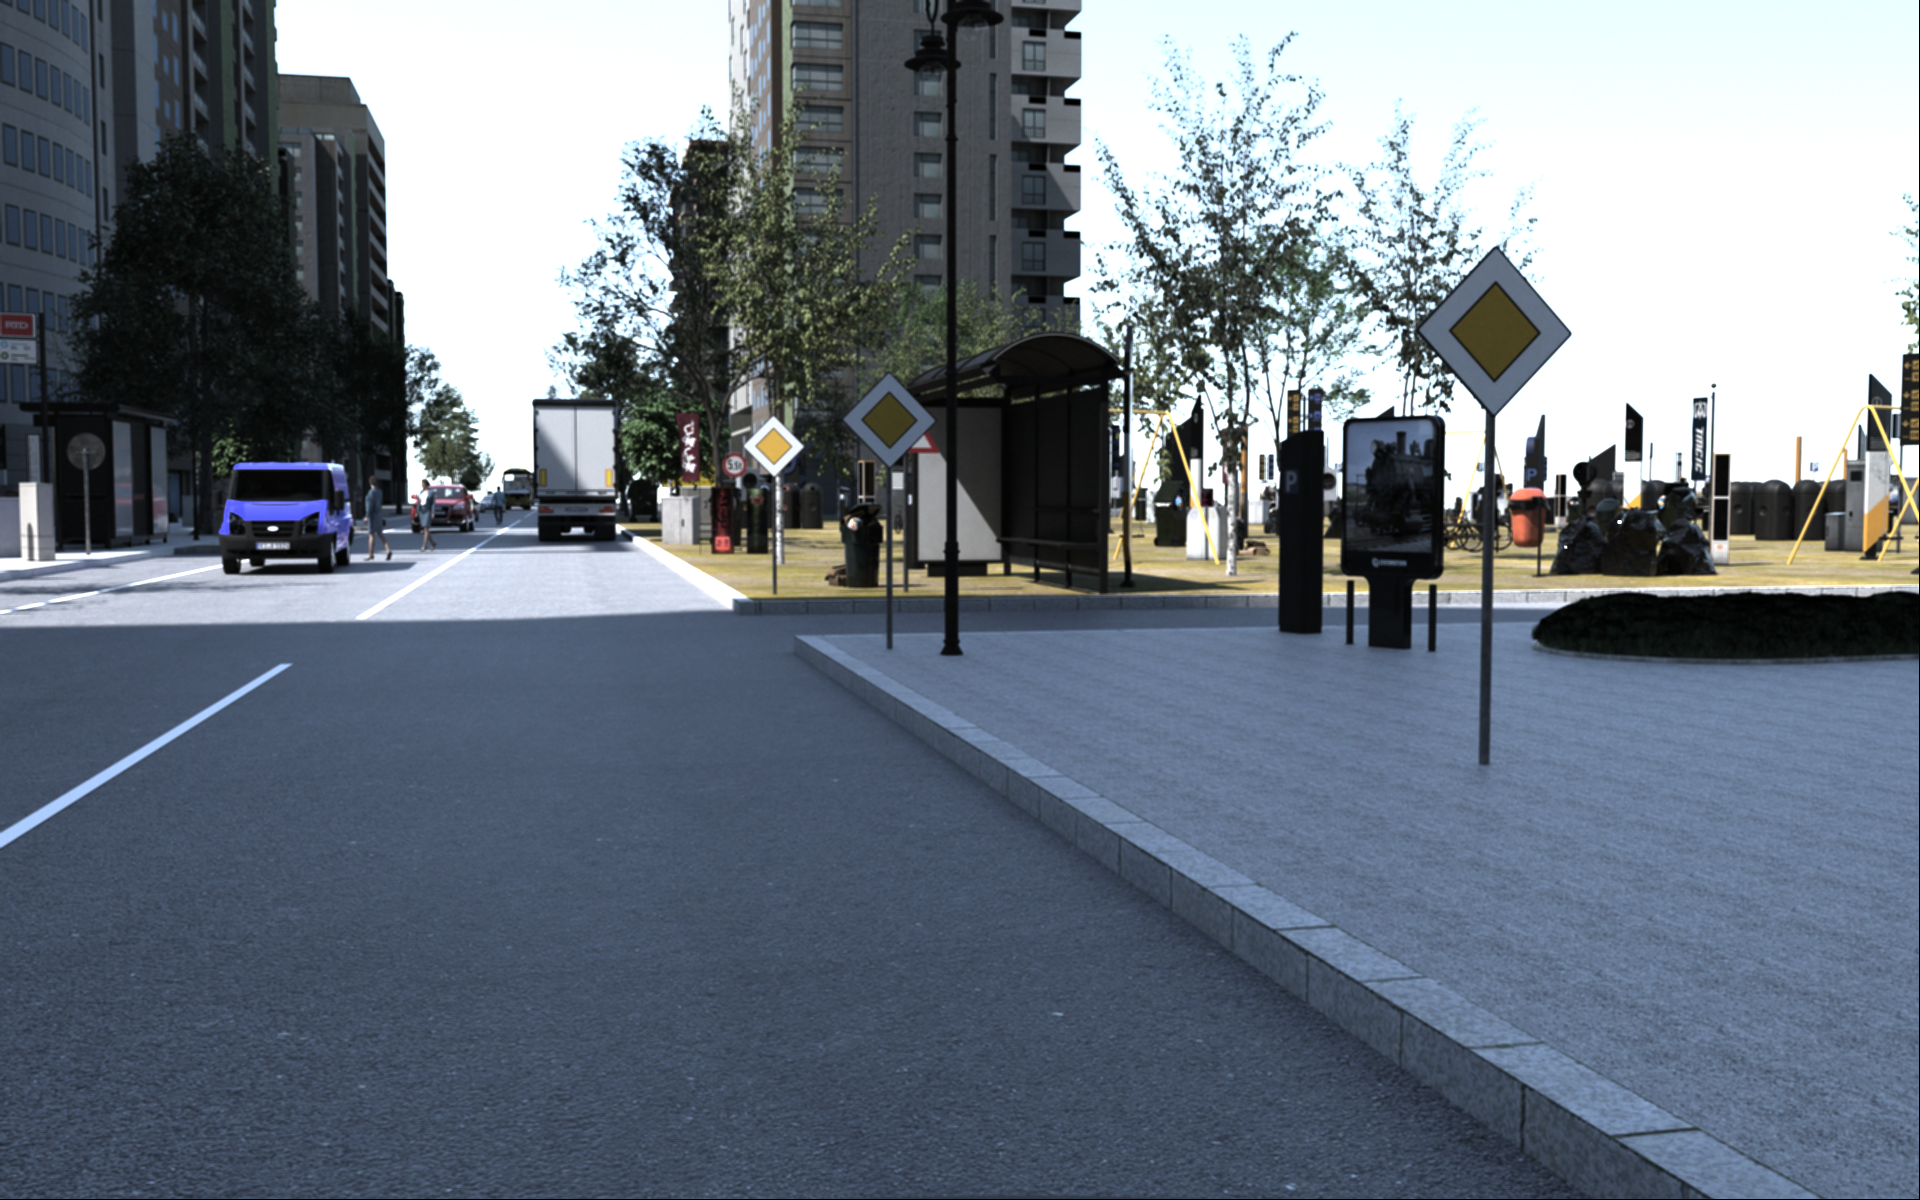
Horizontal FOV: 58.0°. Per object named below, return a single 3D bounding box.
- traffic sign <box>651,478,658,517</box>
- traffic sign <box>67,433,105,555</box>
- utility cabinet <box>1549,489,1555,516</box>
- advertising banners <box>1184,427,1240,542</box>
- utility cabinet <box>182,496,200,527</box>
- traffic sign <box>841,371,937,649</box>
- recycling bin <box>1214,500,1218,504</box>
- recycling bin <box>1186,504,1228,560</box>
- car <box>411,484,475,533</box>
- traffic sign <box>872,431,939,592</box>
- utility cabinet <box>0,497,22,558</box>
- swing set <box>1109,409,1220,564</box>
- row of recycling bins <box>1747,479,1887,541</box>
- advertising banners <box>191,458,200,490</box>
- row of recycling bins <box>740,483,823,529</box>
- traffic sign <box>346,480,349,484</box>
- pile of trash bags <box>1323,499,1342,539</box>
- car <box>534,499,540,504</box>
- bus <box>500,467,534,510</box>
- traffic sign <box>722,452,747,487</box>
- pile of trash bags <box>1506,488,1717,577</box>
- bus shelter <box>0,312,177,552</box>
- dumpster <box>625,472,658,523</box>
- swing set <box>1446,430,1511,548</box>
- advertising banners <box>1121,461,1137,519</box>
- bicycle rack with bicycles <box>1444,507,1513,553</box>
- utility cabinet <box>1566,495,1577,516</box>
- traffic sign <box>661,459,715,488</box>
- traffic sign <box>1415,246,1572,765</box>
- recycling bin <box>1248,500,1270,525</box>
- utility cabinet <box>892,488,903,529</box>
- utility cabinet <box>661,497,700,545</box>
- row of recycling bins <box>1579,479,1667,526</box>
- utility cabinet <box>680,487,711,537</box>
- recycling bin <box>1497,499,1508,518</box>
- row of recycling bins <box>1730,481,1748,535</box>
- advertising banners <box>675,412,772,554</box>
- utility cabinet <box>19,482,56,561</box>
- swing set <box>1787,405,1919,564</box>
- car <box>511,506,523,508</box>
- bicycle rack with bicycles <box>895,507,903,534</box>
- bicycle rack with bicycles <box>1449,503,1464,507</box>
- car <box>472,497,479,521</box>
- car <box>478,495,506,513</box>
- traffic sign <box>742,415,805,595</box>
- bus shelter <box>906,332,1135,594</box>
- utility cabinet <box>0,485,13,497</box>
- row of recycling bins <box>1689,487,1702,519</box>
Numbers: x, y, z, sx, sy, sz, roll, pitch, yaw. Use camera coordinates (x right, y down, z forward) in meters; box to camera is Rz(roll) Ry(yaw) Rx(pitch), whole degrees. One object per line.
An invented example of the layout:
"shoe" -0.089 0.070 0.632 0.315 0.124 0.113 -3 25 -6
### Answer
"traffic sign" -14.547 -5.032 82.386 0.768 2.556 0.104 0 4 -8
"traffic sign" -18.280 -2.210 36.246 0.768 2.556 0.104 0 4 -6
"utility cabinet" 27.878 -4.432 81.150 0.318 1.500 1.173 0 4 7
"advertising banners" 6.473 -3.042 45.920 2.074 3.025 0.090 2 4 34
"utility cabinet" -30.290 -3.518 68.678 1.020 1.237 0.306 -2 4 -23
"traffic sign" -0.586 -0.651 14.288 0.795 2.450 0.064 -1 4 -13
"recycling bin" 11.054 -3.954 77.204 0.722 1.027 0.722 -1 4 -12
"recycling bin" 4.906 -1.308 33.946 0.722 1.027 0.722 2 4 32
"car" -19.704 -3.513 66.116 2.281 1.827 5.304 -1 4 -12
"traffic sign" -0.708 -1.380 22.568 0.884 2.594 0.081 -1 4 -11
"utility cabinet" -19.305 -1.435 34.624 0.306 1.237 1.020 2 4 34
"swing set" 2.878 -2.111 32.138 3.119 2.851 2.862 -3 4 -37
"row of recycling bins" 23.840 -2.492 47.853 3.534 1.692 1.069 0 4 -2
"advertising banners" -36.464 -5.365 83.901 0.090 3.025 2.074 1 4 18
"row of recycling bins" -6.746 -3.483 64.064 3.534 1.692 1.069 1 4 14
"traffic sign" -32.124 -5.487 89.714 0.884 2.594 0.081 0 4 -7
"pile of trash bags" 11.806 -2.399 48.973 1.912 1.369 3.447 -1 4 -20
"car" -57.601 -13.565 234.142 2.083 1.381 4.827 -1 4 -13
"bus" -41.295 -10.388 161.397 2.896 3.916 12.252 -1 4 -15
"traffic sign" -6.904 -3.241 53.102 0.768 2.556 0.104 -1 4 -12
"pile of trash bags" 10.177 -1.088 27.543 3.447 1.369 1.912 -1 4 -22
"bus shelter" -20.680 -3.879 41.046 2.179 5.291 8.768 -1 4 -13
"dumpster" -14.337 -4.640 78.356 1.502 2.255 1.985 -1 4 -13
"swing set" 12.098 -2.797 43.348 2.862 2.851 3.119 -3 4 -38
"advertising banners" 8.863 -5.769 90.511 0.090 3.025 2.074 2 4 27
"bicycle rack with bicycles" 10.985 -1.570 39.051 2.925 0.926 2.852 1 4 16
"utility cabinet" 33.978 -5.249 96.988 1.020 1.237 0.306 0 4 5
"traffic sign" -10.896 -4.648 69.866 2.265 3.308 0.079 0 4 -5
"traffic sign" 2.490 -0.427 8.161 0.795 2.450 0.064 -1 4 -12
"recycling bin" 12.659 -3.721 73.389 0.722 1.027 0.722 2 4 30
"utility cabinet" -2.095 -3.302 62.667 1.173 1.500 0.318 -3 5 -42
"utility cabinet" -7.132 -2.019 44.165 1.020 1.237 0.306 2 4 30
"row of recycling bins" 18.538 -2.505 48.075 3.534 1.692 1.069 -2 4 -34
"utility cabinet" -7.588 -2.575 50.773 1.173 1.500 0.318 -1 4 -13
"recycling bin" 27.190 -4.577 87.384 0.722 1.027 0.722 2 4 28
"row of recycling bins" 25.307 -2.968 55.634 1.069 1.692 3.534 3 4 37
"advertising banners" -5.059 -2.500 37.062 2.074 3.025 0.090 0 4 4
"utility cabinet" -17.724 -1.505 33.285 0.318 1.500 1.173 -3 5 -42
"swing set" 17.031 -2.051 31.151 3.119 2.851 2.862 -2 4 -31
"car" -46.183 -10.389 179.639 2.009 1.686 4.222 -1 4 -11
"bicycle rack with bicycles" -0.683 -2.531 54.767 2.852 0.926 2.925 -1 4 -14
"bicycle rack with bicycles" 21.719 -3.706 73.969 2.852 0.926 2.925 2 4 35
"car" -26.006 -4.908 90.026 2.009 1.686 4.222 -1 4 -12
"car" -36.585 -7.533 135.528 2.083 1.381 4.827 -1 4 -12
"traffic sign" -2.371 -1.127 22.072 0.795 2.450 0.064 -1 4 -13
"bus shelter" 0.596 -1.861 24.356 2.014 3.302 5.546 -1 4 -13
"utility cabinet" -22.668 -1.950 40.564 0.318 1.500 1.173 0 4 3
"row of recycling bins" 38.394 -5.028 89.317 3.534 1.692 1.069 -2 4 -25
